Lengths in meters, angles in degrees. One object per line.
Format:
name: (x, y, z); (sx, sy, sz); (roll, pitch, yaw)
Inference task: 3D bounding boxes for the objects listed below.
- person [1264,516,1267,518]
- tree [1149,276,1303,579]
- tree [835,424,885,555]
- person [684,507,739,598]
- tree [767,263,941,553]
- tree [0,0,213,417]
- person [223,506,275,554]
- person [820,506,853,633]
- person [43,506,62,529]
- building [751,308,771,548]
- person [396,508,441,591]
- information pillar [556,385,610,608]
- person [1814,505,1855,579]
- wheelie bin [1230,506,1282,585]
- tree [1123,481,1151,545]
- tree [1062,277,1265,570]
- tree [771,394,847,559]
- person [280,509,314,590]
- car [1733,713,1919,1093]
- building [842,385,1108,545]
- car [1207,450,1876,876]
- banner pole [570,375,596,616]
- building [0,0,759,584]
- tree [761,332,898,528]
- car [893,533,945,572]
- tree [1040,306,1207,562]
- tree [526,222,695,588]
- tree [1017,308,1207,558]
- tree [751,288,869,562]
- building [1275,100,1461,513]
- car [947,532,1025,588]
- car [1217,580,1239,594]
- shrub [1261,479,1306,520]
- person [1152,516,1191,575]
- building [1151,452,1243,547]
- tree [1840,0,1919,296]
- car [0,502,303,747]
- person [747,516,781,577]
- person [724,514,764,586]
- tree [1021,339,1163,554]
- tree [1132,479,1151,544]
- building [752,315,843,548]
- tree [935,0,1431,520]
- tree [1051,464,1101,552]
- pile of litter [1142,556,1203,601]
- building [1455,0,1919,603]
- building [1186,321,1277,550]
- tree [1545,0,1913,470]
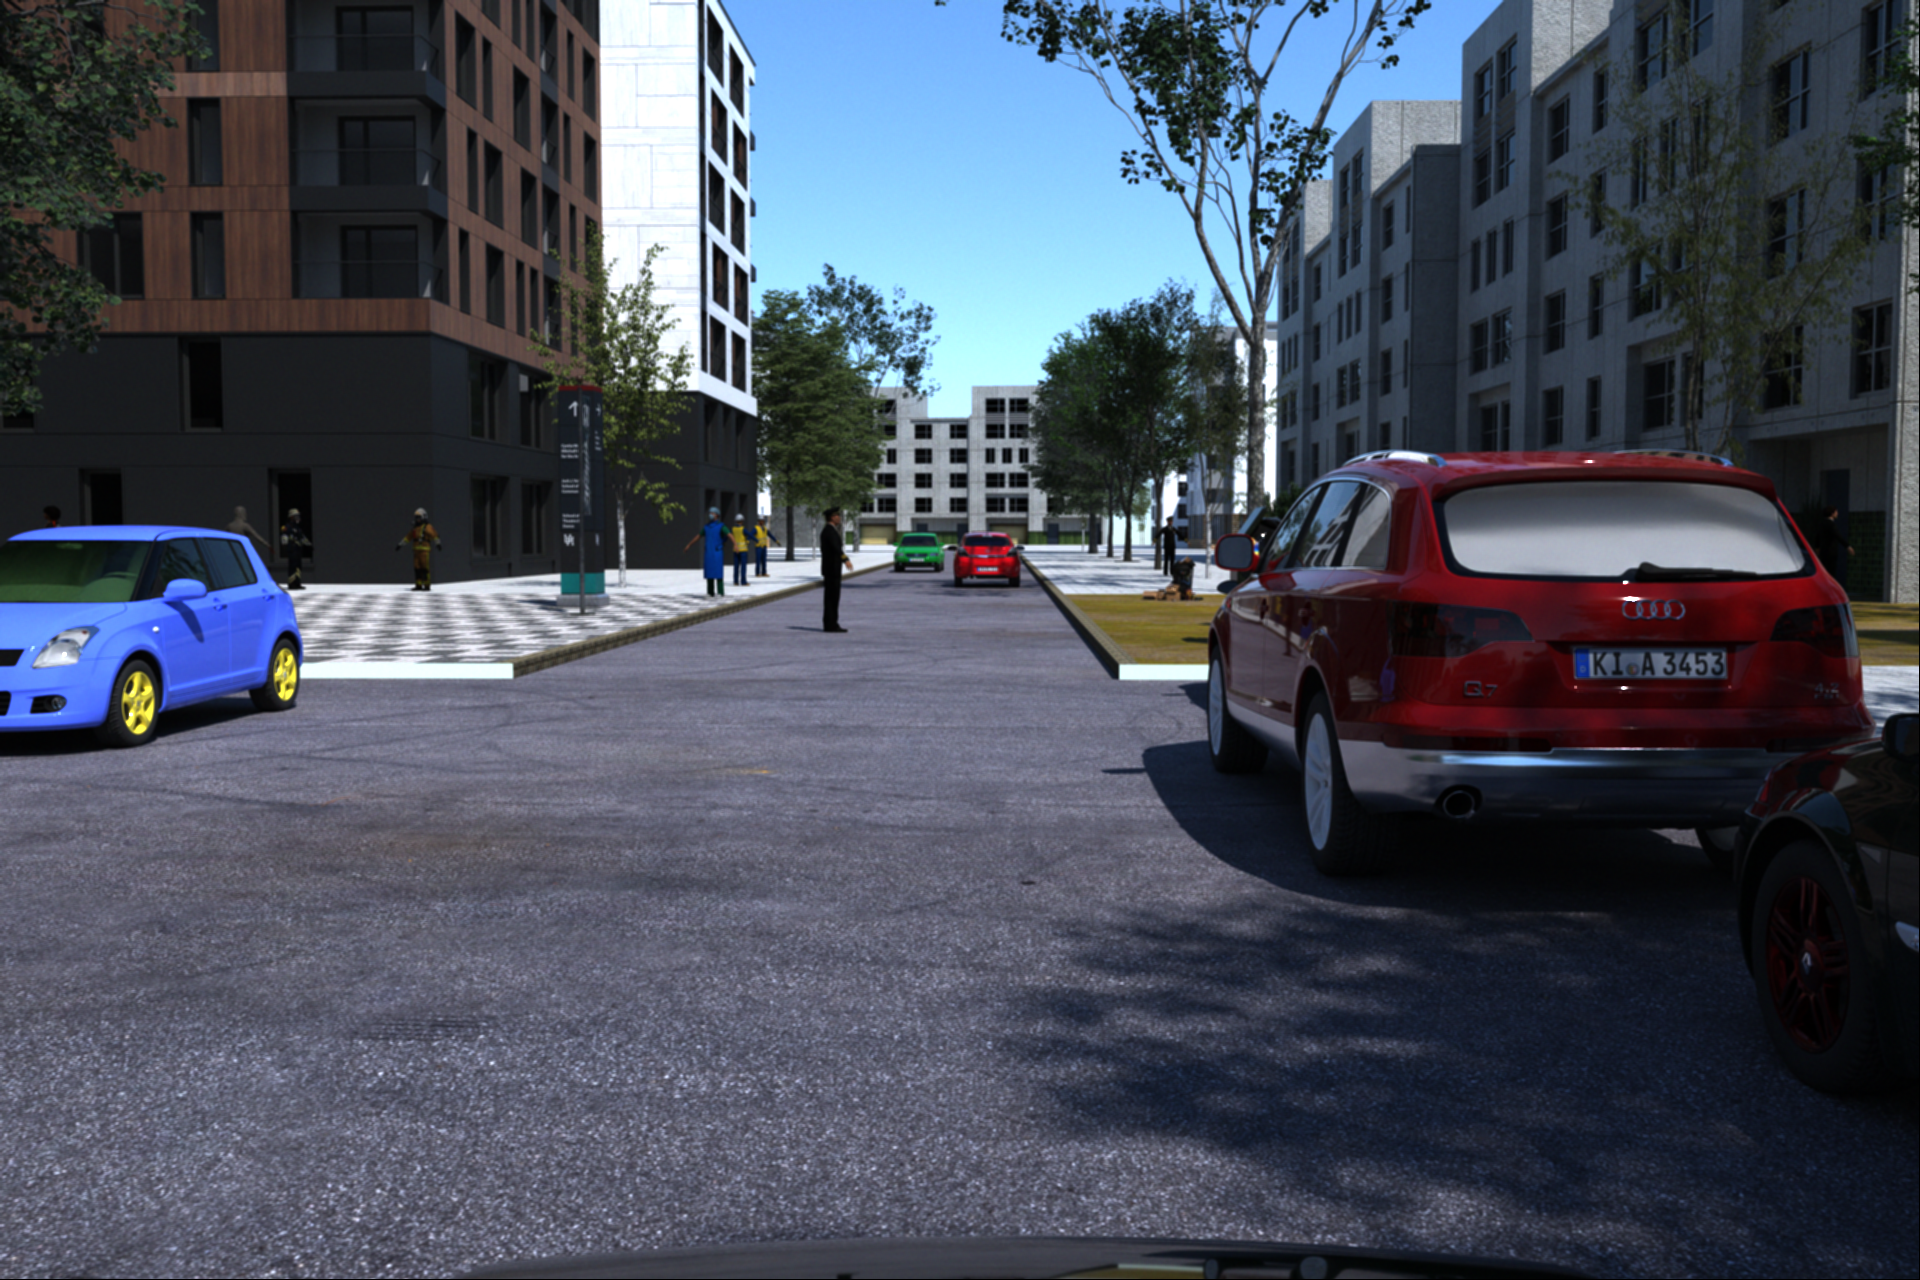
person: (7.018, -2.049, 40.308); (0.721, 1.733, 1.217); (2, 4, 27)
tree: (7.040, -6.081, 49.792); (4.360, 8.622, 3.978); (0, 3, 0)
tree: (-7.406, -9.588, 107.118); (4.360, 8.622, 3.978); (0, 3, 0)
person: (-4.931, -1.743, 34.627); (1.347, 1.817, 0.704); (2, 4, 30)
tree: (-7.203, -16.177, 120.381); (12.611, 20.169, 13.585); (0, 3, 0)
tree: (-11.792, -6.666, 15.639); (9.857, 13.997, 8.962); (0, 3, 0)
person: (-13.832, -1.666, 33.368); (1.348, 1.813, 0.705); (1, 4, 16)
person: (-1.843, -1.036, 25.328); (0.705, 1.837, 1.347); (-1, 4, -19)
person: (-17.477, -1.660, 33.284); (0.704, 1.843, 1.345); (-1, 4, -8)
building: (-22.491, -17.628, 144.632); (16.016, 20.090, 11.380); (0, 4, 1)
person: (-12.140, -2.032, 38.991); (1.354, 1.858, 0.705); (2, 4, 28)
information pillar: (-6.661, -2.516, 30.514); (0.750, 3.857, 0.750); (0, 4, 3)
person: (16.039, -1.573, 31.905); (0.705, 1.806, 1.347); (0, 4, 1)
wheelie bin: (3.470, -0.745, 20.094); (0.693, 1.594, 0.980); (0, 4, 0)
tree: (22.055, -15.790, 208.528); (4.360, 8.622, 3.978); (0, 3, 0)
tree: (7.376, -7.809, 62.097); (7.601, 10.594, 8.767); (-3, 5, -43)
tree: (-7.386, -8.503, 89.392); (4.360, 8.622, 3.978); (0, 3, 0)
person: (-15.297, -2.085, 39.876); (0.705, 1.856, 1.354); (0, 4, 6)
car: (3.014, 0.401, 3.239); (2.009, 1.686, 4.222); (0, 4, 1)
building: (2.275, -21.063, 213.287); (31.486, 18.905, 16.747); (0, 4, 6)
car: (2.522, -0.007, 8.793); (2.281, 1.827, 5.304); (0, 4, 1)
banner pole: (-5.979, -2.298, 27.586); (0.401, 3.779, 0.863); (0, 4, 2)
building: (-23.349, -13.216, 60.063); (27.936, 21.610, 32.646); (0, 4, 2)
tree: (-7.308, -10.974, 97.554); (7.486, 12.596, 7.792); (0, 3, 0)
car: (-1.545, -3.511, 66.207); (1.959, 1.807, 4.718); (0, 4, 1)
tree: (7.642, -9.403, 79.493); (9.928, 11.665, 9.643); (0, 3, 0)
tree: (-8.064, -5.541, 40.961); (4.737, 8.622, 4.395); (0, 3, 0)
tree: (8.241, -11.183, 93.215); (12.009, 13.543, 11.850); (0, 3, 0)
tree: (-8.098, -9.962, 81.000); (7.486, 12.596, 7.792); (0, 3, 0)
building: (25.358, -13.013, 79.214); (16.747, 18.905, 31.486); (0, 4, 1)
car: (0.727, -2.376, 47.890); (2.155, 1.783, 4.494); (0, 3, 0)
car: (3.179, -0.133, 14.179); (2.014, 1.417, 4.499); (0, 4, 1)
shrub: (4.562, -1.163, 23.434); (1.690, 2.028, 1.600); (0, 3, 0)
person: (6.512, -2.920, 53.681); (1.347, 1.837, 0.705); (-1, 4, -21)
building: (24.768, -14.137, 173.290); (9.099, 9.664, 28.070); (0, 4, 1)
tree: (16.718, -6.021, 24.195); (9.928, 11.665, 9.643); (0, 3, 0)
car: (-6.324, -0.194, 12.767); (1.945, 1.707, 3.694); (0, 4, 2)
person: (-5.945, -2.810, 51.920); (0.705, 1.833, 1.349); (3, 5, 42)
person: (-5.421, -2.237, 43.032); (1.216, 1.772, 0.721); (2, 4, 25)
tree: (8.601, -12.555, 111.924); (9.857, 13.997, 8.962); (0, 3, 0)
tree: (22.487, -16.124, 213.991); (4.737, 8.622, 4.395); (0, 3, 0)
building: (-21.490, -20.688, 169.176); (19.493, 23.208, 18.063); (0, 4, 1)
tree: (5.182, -11.157, 38.308); (12.611, 20.169, 13.585); (0, 3, 0)
tree: (8.945, -10.522, 122.396); (4.360, 8.622, 3.978); (0, 3, 0)
pile of litter: (4.136, -1.215, 33.824); (1.176, 0.858, 1.719); (0, 4, 1)
building: (26.063, -11.046, 47.059); (16.747, 18.905, 31.486); (0, 4, 2)
building: (25.493, -18.236, 154.577); (16.016, 20.090, 11.380); (0, 4, 1)
tree: (9.380, -4.409, 22.447); (4.360, 8.622, 3.978); (0, 3, 0)
